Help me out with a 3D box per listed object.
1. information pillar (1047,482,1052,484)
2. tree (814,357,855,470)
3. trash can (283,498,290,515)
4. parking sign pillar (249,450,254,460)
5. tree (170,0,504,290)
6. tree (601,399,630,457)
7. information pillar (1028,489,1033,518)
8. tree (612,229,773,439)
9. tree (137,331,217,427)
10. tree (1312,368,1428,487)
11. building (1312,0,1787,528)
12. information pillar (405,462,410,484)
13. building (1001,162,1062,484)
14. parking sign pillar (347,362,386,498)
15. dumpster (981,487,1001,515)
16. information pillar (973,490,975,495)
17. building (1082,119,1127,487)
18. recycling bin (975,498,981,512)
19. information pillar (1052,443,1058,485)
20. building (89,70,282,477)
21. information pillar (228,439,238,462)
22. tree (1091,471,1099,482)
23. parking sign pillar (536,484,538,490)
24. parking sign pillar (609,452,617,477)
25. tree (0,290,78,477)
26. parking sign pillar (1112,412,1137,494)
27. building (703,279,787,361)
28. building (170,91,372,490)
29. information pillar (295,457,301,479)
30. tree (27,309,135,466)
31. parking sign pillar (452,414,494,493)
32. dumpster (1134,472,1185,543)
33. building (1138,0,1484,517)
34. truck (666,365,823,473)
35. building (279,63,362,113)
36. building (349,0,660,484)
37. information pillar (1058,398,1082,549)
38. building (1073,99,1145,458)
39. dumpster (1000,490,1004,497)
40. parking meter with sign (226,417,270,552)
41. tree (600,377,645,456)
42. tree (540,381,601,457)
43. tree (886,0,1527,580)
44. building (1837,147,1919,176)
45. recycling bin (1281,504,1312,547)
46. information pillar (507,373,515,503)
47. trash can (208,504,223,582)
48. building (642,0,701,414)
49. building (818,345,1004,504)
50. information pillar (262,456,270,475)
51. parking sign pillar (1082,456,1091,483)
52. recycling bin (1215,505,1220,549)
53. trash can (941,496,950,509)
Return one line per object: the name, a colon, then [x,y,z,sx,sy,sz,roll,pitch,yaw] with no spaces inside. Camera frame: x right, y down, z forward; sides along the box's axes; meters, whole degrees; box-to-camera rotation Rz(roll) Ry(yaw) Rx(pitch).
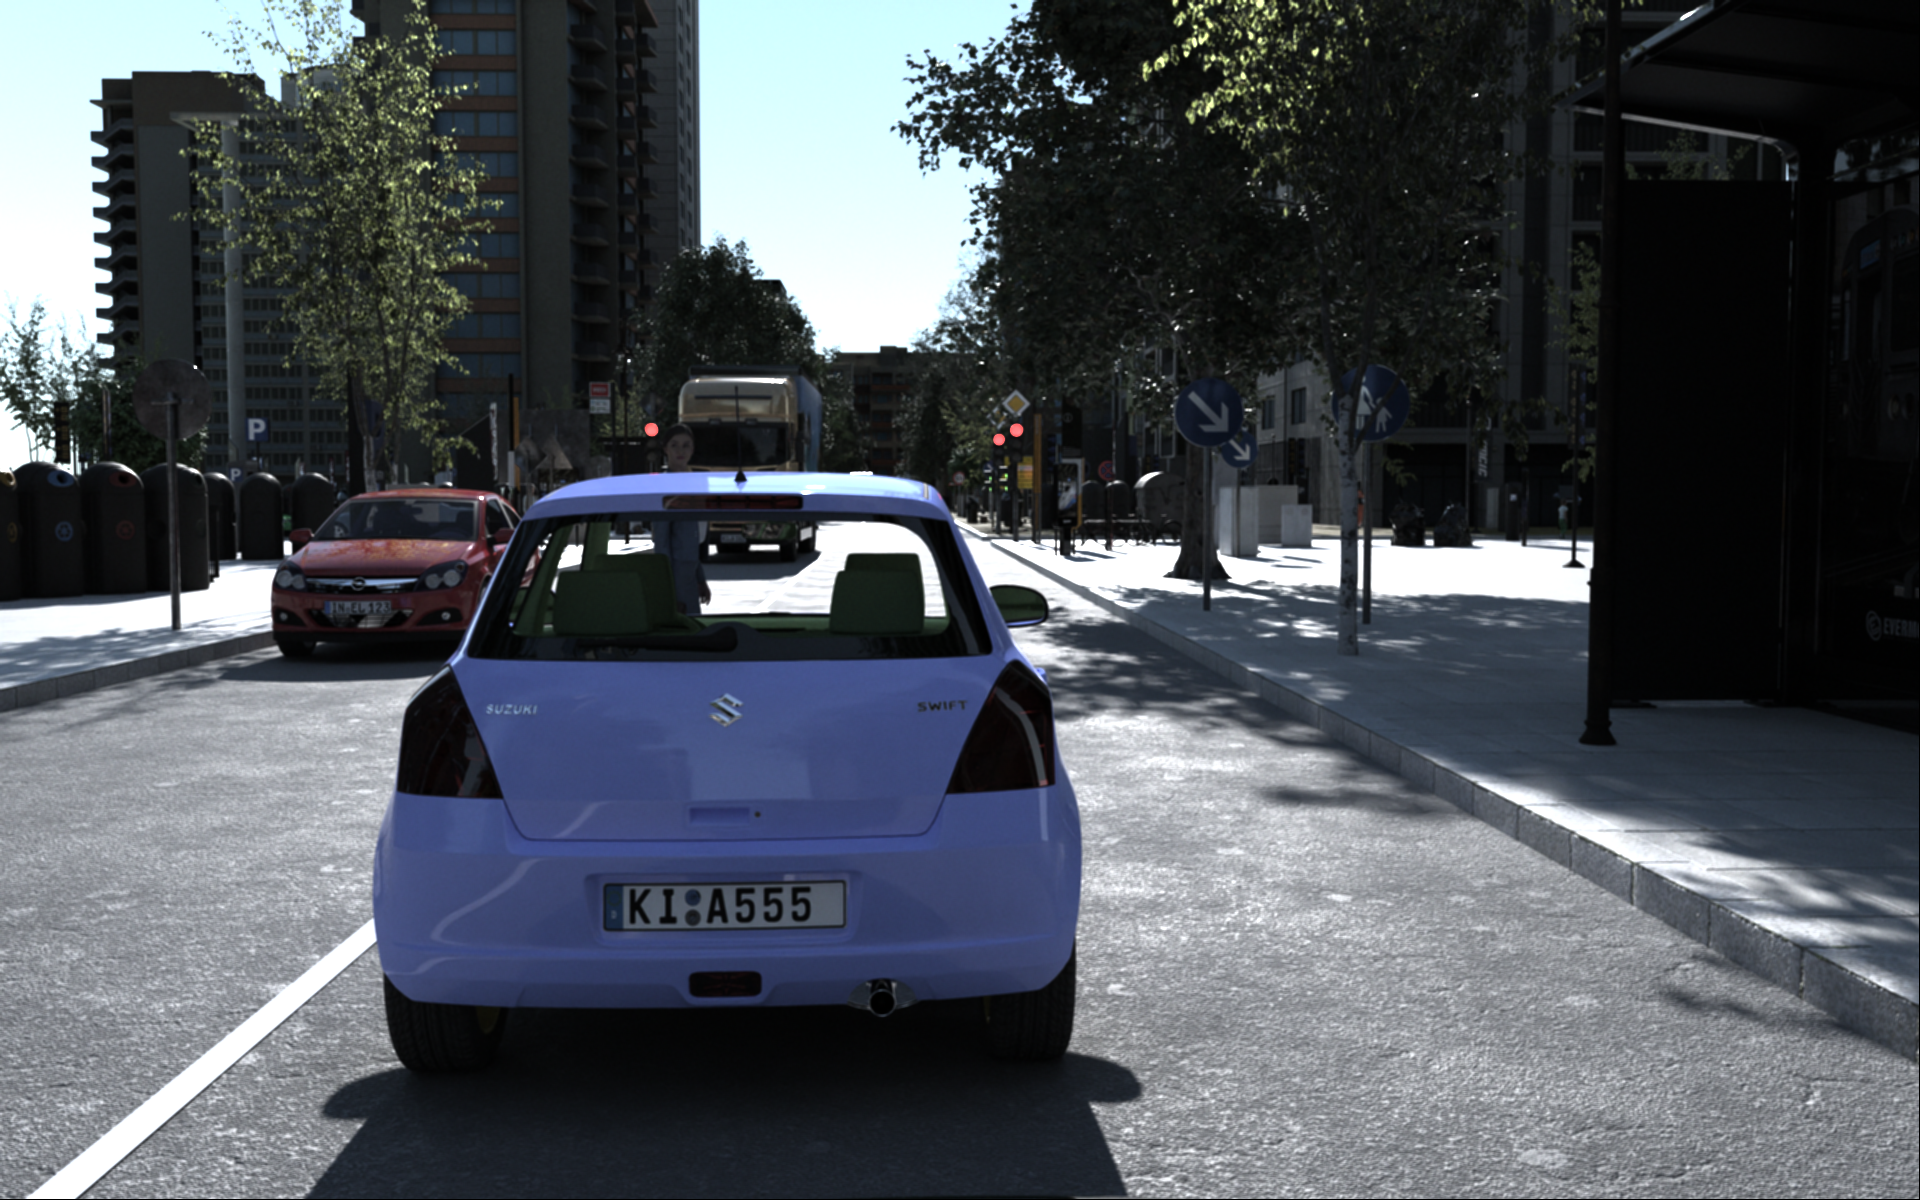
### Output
information pillar: [5.538,-6.246,106.618,0.304,2.012,0.304,1,4,20]
tree: [-11.827,-11.939,120.950,9.928,11.665,9.643,0,3,0]
trash can: [-24.695,-3.133,62.870,0.748,1.137,0.748,0,3,0]
parking sign pillar: [-42.732,-7.072,104.093,1.447,3.967,1.447,-1,4,-11]
tree: [-7.774,-4.409,22.452,4.360,8.622,3.978,0,3,0]
tree: [-25.475,-10.769,126.440,4.737,8.622,4.395,0,3,0]
information pillar: [3.847,-5.379,92.443,0.304,2.012,0.304,-3,5,-41]
tree: [-10.542,-9.697,75.548,9.611,12.733,9.660,0,3,0]
tree: [-35.617,-7.747,77.022,4.737,8.622,4.395,0,3,0]
tree: [14.415,-6.752,60.756,4.737,8.622,4.395,0,3,0]
building: [25.329,-38.931,74.771,20.611,71.187,20.563,0,4,-2]
information pillar: [-40.877,-8.364,128.104,0.504,3.616,0.183,3,5,40]
building: [12.701,-35.689,233.617,14.200,45.320,14.600,0,4,-2]
parking sign pillar: [-12.335,-2.910,36.044,1.447,3.967,1.447,0,4,-4]
dumpster: [1.972,-6.327,109.206,1.264,1.857,1.865,0,4,-2]
information pillar: [1.003,-8.374,128.276,0.183,3.616,0.504,2,4,28]
building: [23.001,-51.898,161.206,22.319,86.520,31.000,0,4,-2]
recycling bin: [1.113,-7.022,127.363,0.722,1.027,0.722,1,4,13]
information pillar: [4.440,-5.440,80.296,0.183,3.616,0.504,-2,4,-27]
building: [-79.981,-32.467,180.947,14.200,45.320,14.600,0,4,-2]
information pillar: [-30.877,-5.033,73.649,0.504,3.616,0.183,2,4,25]
tree: [9.208,-8.001,125.424,1.663,3.219,1.824,0,3,0]
parking sign pillar: [-26.144,-7.216,106.453,1.447,3.967,1.447,-3,5,-45]
parking sign pillar: [-20.418,-6.949,102.093,1.447,3.967,1.447,-3,5,-41]
tree: [-33.442,-6.885,62.926,4.737,8.622,4.395,0,3,0]
parking sign pillar: [5.450,-4.224,57.529,1.447,3.967,1.447,-1,4,-13]
building: [-30.384,-28.208,232.908,14.107,30.474,14.160,0,4,-2]
building: [-60.166,-29.433,173.110,23.993,40.220,32.217,0,4,-2]
information pillar: [-41.501,-7.175,108.669,0.504,3.616,0.183,2,4,35]
tree: [-34.452,-7.221,68.422,4.360,8.622,3.978,0,3,0]
parking sign pillar: [-15.993,-4.184,56.874,1.447,3.967,1.447,-3,5,-41]
dumpster: [5.402,-2.489,46.450,1.264,1.857,1.865,0,4,-2]
building: [22.151,-41.616,118.678,20.563,71.187,20.611,0,4,-2]
truck: [-4.712,-3.126,40.026,2.839,4.237,11.283,0,4,-1]
building: [-75.660,-42.366,234.689,28.212,58.520,21.231,0,4,-2]
building: [-36.759,-29.815,142.093,22.147,44.769,28.867,0,4,-2]
information pillar: [2.597,-3.002,40.435,0.504,3.616,0.183,0,4,7]
building: [18.343,-30.663,184.937,14.154,41.232,14.086,0,4,-2]
dumpster: [3.599,-7.261,121.207,1.502,2.255,1.985,0,4,-2]
parking meter with sign: [-16.025,-2.592,38.640,0.543,3.016,1.738,0,4,3]
tree: [-20.203,-9.540,106.338,4.360,8.622,3.978,0,3,0]
tree: [-26.142,-9.942,112.918,4.737,8.622,4.395,0,3,0]
tree: [3.693,-6.662,25.927,9.611,12.733,9.660,0,3,0]
building: [57.624,-32.843,78.984,28.212,58.520,21.231,0,4,-2]
recycling bin: [8.185,-1.806,42.082,0.722,1.027,0.722,1,4,11]
information pillar: [-8.764,-2.598,33.831,0.183,3.616,0.504,-1,4,-19]
trash can: [-11.145,-0.833,25.269,0.748,1.137,0.748,0,3,0]
building: [-38.100,-45.316,179.160,20.611,71.187,20.563,0,4,-2]
building: [-9.111,-24.236,241.301,28.899,21.520,27.650,0,4,-2]
information pillar: [-42.873,-7.076,107.054,0.504,3.616,0.183,1,4,8]
parking sign pillar: [7.110,-6.836,100.244,1.447,3.967,1.447,2,4,28]
recycling bin: [6.256,-1.728,40.802,0.722,1.027,0.722,2,4,33]
trash can: [-1.055,-6.820,123.161,0.748,1.137,0.748,0,3,0]
